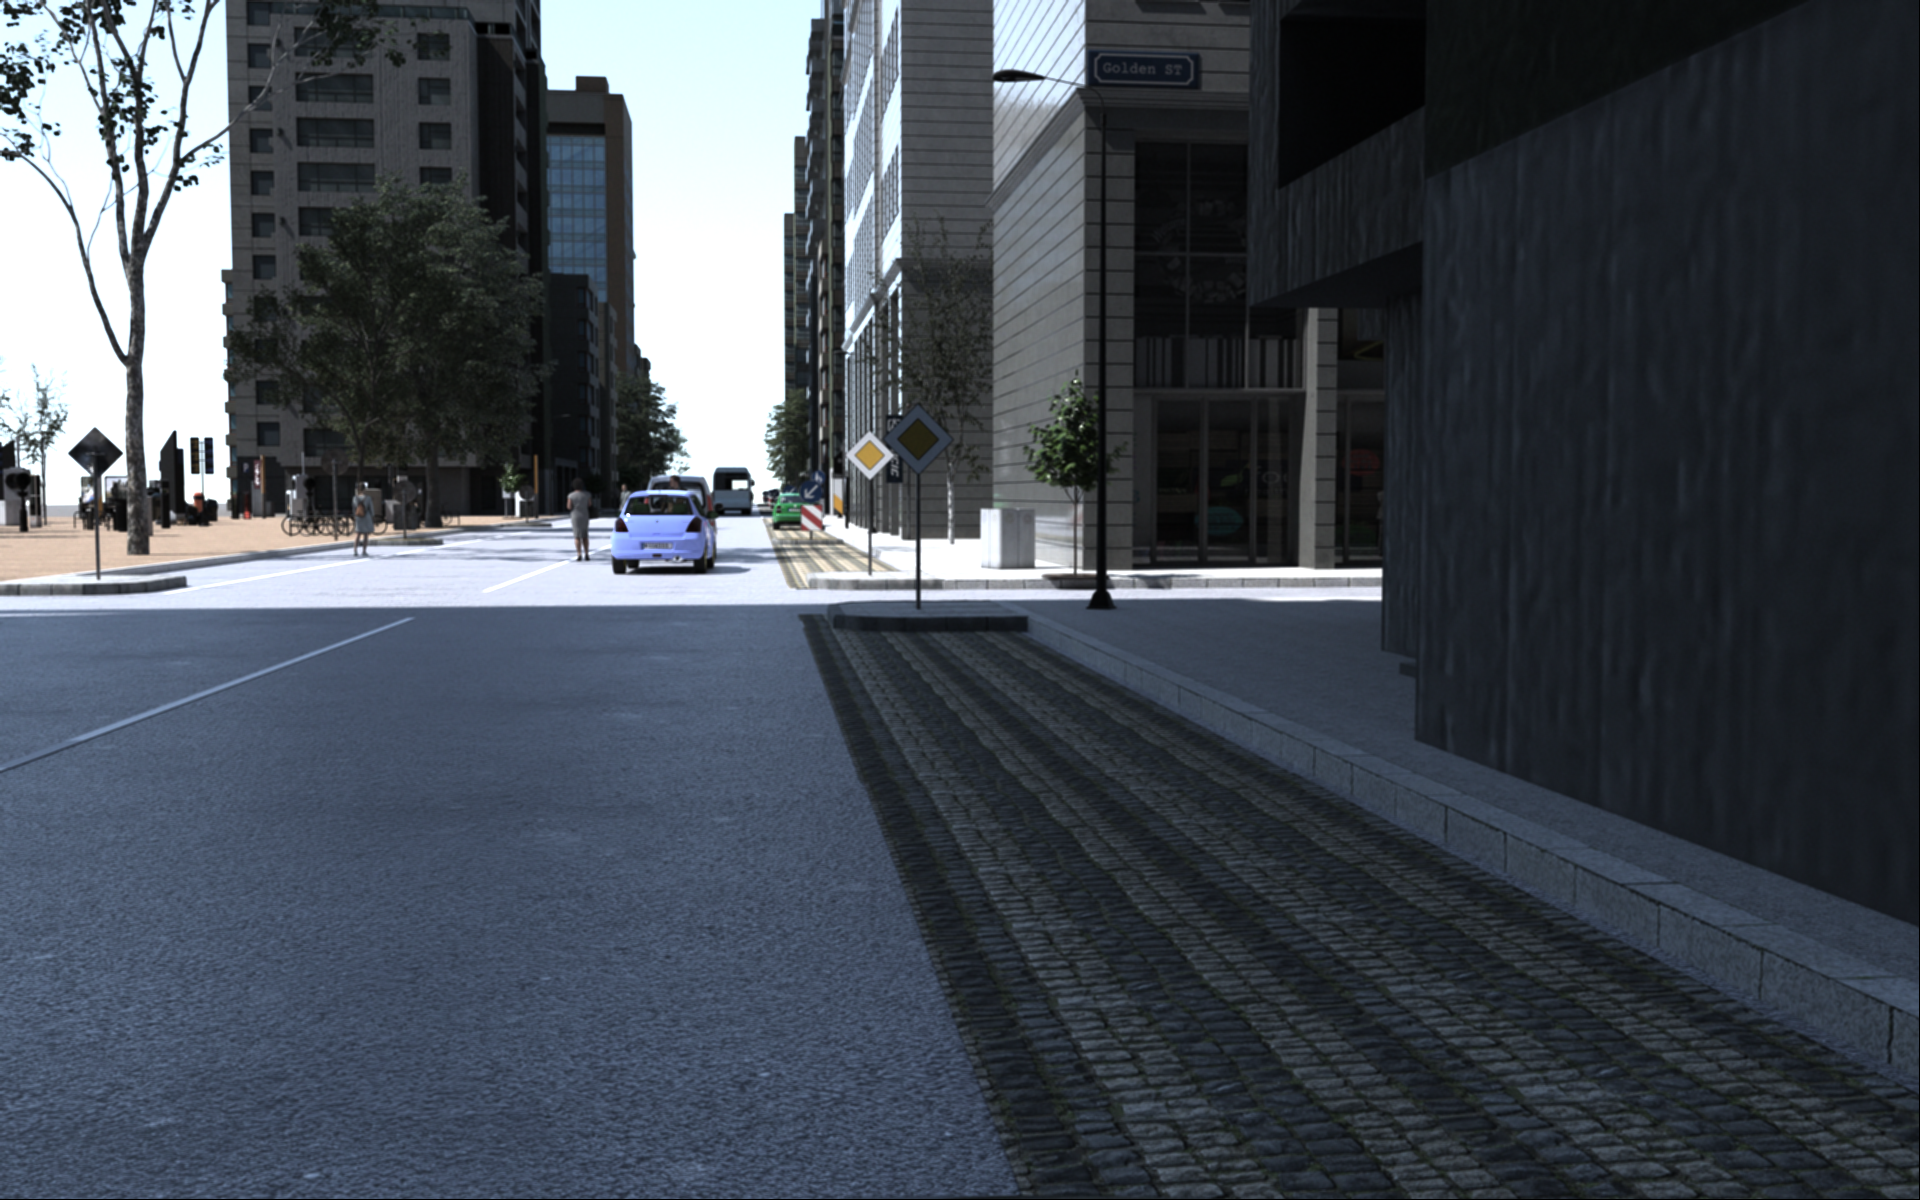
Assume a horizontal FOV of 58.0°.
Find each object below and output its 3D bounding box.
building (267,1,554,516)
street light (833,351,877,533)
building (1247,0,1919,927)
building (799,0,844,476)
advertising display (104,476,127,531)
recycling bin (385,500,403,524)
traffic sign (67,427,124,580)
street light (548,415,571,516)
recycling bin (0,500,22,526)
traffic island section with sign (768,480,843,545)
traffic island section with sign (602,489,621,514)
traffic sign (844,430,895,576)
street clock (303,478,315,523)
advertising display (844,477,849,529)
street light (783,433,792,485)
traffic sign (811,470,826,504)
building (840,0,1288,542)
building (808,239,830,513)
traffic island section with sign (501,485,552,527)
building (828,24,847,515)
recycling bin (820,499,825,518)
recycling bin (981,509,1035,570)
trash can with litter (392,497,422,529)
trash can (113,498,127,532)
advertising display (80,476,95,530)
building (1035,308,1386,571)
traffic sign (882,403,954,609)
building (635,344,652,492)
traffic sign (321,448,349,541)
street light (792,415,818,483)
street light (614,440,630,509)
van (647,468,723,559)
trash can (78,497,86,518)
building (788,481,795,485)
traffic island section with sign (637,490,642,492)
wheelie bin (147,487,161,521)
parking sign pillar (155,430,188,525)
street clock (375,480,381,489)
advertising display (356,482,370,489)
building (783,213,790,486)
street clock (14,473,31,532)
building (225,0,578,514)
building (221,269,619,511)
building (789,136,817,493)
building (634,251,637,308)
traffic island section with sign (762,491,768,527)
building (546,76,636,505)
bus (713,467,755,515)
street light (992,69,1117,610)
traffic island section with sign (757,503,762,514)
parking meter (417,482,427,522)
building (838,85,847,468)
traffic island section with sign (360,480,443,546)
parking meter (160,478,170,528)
[{"bbox_3d":[-33.133,-20.476,106.483,14.160,30.474,14.107,0,4,-7],"label":"building"},{"bbox_3d":[-3.406,-5.129,56.396,1.470,5.913,1.316,0,4,-7],"label":"street light"},{"bbox_3d":[9.094,-14.637,11.020,14.160,30.474,14.107,0,4,-7],"label":"building"},{"bbox_3d":[-3.020,-33.196,162.365,23.786,49.044,30.456,0,4,-7],"label":"building"},{"bbox_3d":[-29.455,-3.387,60.597,0.974,1.923,0.123,1,4,12],"label":"advertising display"},{"bbox_3d":[-24.449,-3.824,75.068,0.722,1.027,0.722,0,4,0],"label":"recycling bin"},{"bbox_3d":[-12.882,-1.358,25.843,0.795,2.450,0.064,0,4,-7],"label":"traffic sign"},{"bbox_3d":[-23.532,-7.902,101.739,1.470,5.913,1.316,0,4,-7],"label":"street light"},{"bbox_3d":[-38.342,-3.511,69.953,0.722,1.027,0.722,3,4,37],"label":"recycling bin"},{"bbox_3d":[-4.367,-2.488,49.307,1.989,1.847,2.006,0,4,-7],"label":"traffic island section with sign"},{"bbox_3d":[-24.792,-7.121,125.057,1.989,1.847,2.006,0,4,-7],"label":"traffic island section with sign"},{"bbox_3d":[-1.417,-1.440,27.191,0.795,2.450,0.064,0,4,-7],"label":"traffic sign"},{"bbox_3d":[-29.134,-4.466,77.591,0.358,2.002,0.471,3,4,37],"label":"street clock"},{"bbox_3d":[-4.223,-3.630,64.557,0.123,1.923,0.974,0,4,-8],"label":"advertising display"},{"bbox_3d":[-12.427,-9.707,131.257,1.470,5.913,1.316,0,4,-7],"label":"street light"},{"bbox_3d":[-7.558,-5.663,92.694,0.768,2.556,0.104,0,4,1],"label":"traffic sign"},{"bbox_3d":[1.930,-17.509,63.766,11.434,29.767,29.804,0,4,-7],"label":"building"},{"bbox_3d":[2.626,-17.651,133.627,27.650,21.520,28.899,0,4,-7],"label":"building"},{"bbox_3d":[-18.848,-4.084,75.409,1.989,1.847,2.006,0,4,-7],"label":"traffic island section with sign"},{"bbox_3d":[-1.491,-20.767,111.247,14.160,30.474,14.107,0,4,-7],"label":"building"},{"bbox_3d":[-7.763,-5.027,94.742,0.722,1.027,0.722,0,4,-6],"label":"recycling bin"},{"bbox_3d":[0.824,-1.058,29.859,0.722,1.027,0.722,-2,4,-28],"label":"recycling bin"},{"bbox_3d":[-20.273,-3.184,63.441,1.055,1.170,0.624,0,4,2],"label":"trash can with litter"},{"bbox_3d":[-28.411,-2.893,58.959,0.748,1.137,0.748,0,3,0],"label":"trash can"},{"bbox_3d":[-31.128,-3.468,61.923,0.974,1.923,0.123,3,4,37],"label":"advertising display"},{"bbox_3d":[16.035,-15.760,35.175,29.804,29.767,11.434,0,4,-7],"label":"building"},{"bbox_3d":[-0.467,-0.955,19.263,0.795,2.450,0.064,0,4,-7],"label":"traffic sign"},{"bbox_3d":[-52.546,-22.434,211.830,27.650,21.520,28.899,0,4,-7],"label":"building"},{"bbox_3d":[-17.222,-2.913,47.732,0.768,2.556,0.104,0,4,-2],"label":"traffic sign"},{"bbox_3d":[-8.962,-7.914,101.936,1.470,5.913,1.316,0,4,-7],"label":"street light"},{"bbox_3d":[-28.873,-10.715,147.736,1.470,5.913,1.316,0,4,-7],"label":"street light"},{"bbox_3d":[-6.411,-1.988,39.522,2.013,2.044,4.112,-1,4,-9],"label":"van"},{"bbox_3d":[-44.568,-4.687,88.282,0.748,1.137,0.748,0,3,0],"label":"trash can"},{"bbox_3d":[-7.251,-33.288,236.132,32.217,40.220,23.993,0,4,-7],"label":"building"},{"bbox_3d":[-28.022,-8.770,152.010,1.989,1.847,2.006,0,4,-7],"label":"traffic island section with sign"},{"bbox_3d":[-37.920,-4.491,81.330,0.980,1.594,0.693,0,3,0],"label":"wheelie bin"},{"bbox_3d":[-33.407,-5.198,73.459,1.447,3.967,1.447,3,5,40],"label":"parking sign pillar"},{"bbox_3d":[-29.142,-5.026,86.742,0.358,2.002,0.471,-1,4,-8],"label":"street clock"},{"bbox_3d":[-31.328,-5.241,90.897,0.974,1.923,0.123,2,4,33],"label":"advertising display"},{"bbox_3d":[-18.775,-34.893,254.095,14.154,41.232,14.086,0,4,-7],"label":"building"},{"bbox_3d":[-31.813,-3.317,58.803,0.358,2.002,0.471,2,4,35],"label":"street clock"},{"bbox_3d":[-38.373,-41.857,122.614,20.563,71.187,20.611,0,4,-7],"label":"building"},{"bbox_3d":[-44.629,-18.599,149.132,27.650,21.520,28.899,0,4,-7],"label":"building"},{"bbox_3d":[-12.245,-31.669,201.387,14.154,41.232,14.086,0,4,-7],"label":"building"},{"bbox_3d":[-57.426,-33.360,237.320,32.217,40.220,23.993,0,4,-7],"label":"building"},{"bbox_3d":[-7.577,-4.125,76.071,1.989,1.847,2.006,0,4,-7],"label":"traffic island section with sign"},{"bbox_3d":[-43.126,-32.995,189.586,14.600,45.320,14.200,0,4,-7],"label":"building"},{"bbox_3d":[-16.141,-7.863,123.423,2.948,3.499,13.247,0,4,-6],"label":"bus"},{"bbox_3d":[1.046,-2.852,19.177,1.470,5.913,1.316,0,4,-7],"label":"street light"},{"bbox_3d":[-13.556,-7.180,126.020,1.989,1.847,2.006,0,4,-7],"label":"traffic island section with sign"},{"bbox_3d":[-25.093,-4.590,80.756,0.399,1.863,0.255,2,4,24],"label":"parking meter"},{"bbox_3d":[1.362,-18.192,90.939,14.314,27.812,24.014,0,4,-7],"label":"building"},{"bbox_3d":[-15.637,-2.448,48.645,1.989,1.847,2.006,0,4,-7],"label":"traffic island section with sign"},{"bbox_3d":[-29.690,-3.607,64.691,0.255,1.863,0.399,-2,4,-35],"label":"parking meter"}]
